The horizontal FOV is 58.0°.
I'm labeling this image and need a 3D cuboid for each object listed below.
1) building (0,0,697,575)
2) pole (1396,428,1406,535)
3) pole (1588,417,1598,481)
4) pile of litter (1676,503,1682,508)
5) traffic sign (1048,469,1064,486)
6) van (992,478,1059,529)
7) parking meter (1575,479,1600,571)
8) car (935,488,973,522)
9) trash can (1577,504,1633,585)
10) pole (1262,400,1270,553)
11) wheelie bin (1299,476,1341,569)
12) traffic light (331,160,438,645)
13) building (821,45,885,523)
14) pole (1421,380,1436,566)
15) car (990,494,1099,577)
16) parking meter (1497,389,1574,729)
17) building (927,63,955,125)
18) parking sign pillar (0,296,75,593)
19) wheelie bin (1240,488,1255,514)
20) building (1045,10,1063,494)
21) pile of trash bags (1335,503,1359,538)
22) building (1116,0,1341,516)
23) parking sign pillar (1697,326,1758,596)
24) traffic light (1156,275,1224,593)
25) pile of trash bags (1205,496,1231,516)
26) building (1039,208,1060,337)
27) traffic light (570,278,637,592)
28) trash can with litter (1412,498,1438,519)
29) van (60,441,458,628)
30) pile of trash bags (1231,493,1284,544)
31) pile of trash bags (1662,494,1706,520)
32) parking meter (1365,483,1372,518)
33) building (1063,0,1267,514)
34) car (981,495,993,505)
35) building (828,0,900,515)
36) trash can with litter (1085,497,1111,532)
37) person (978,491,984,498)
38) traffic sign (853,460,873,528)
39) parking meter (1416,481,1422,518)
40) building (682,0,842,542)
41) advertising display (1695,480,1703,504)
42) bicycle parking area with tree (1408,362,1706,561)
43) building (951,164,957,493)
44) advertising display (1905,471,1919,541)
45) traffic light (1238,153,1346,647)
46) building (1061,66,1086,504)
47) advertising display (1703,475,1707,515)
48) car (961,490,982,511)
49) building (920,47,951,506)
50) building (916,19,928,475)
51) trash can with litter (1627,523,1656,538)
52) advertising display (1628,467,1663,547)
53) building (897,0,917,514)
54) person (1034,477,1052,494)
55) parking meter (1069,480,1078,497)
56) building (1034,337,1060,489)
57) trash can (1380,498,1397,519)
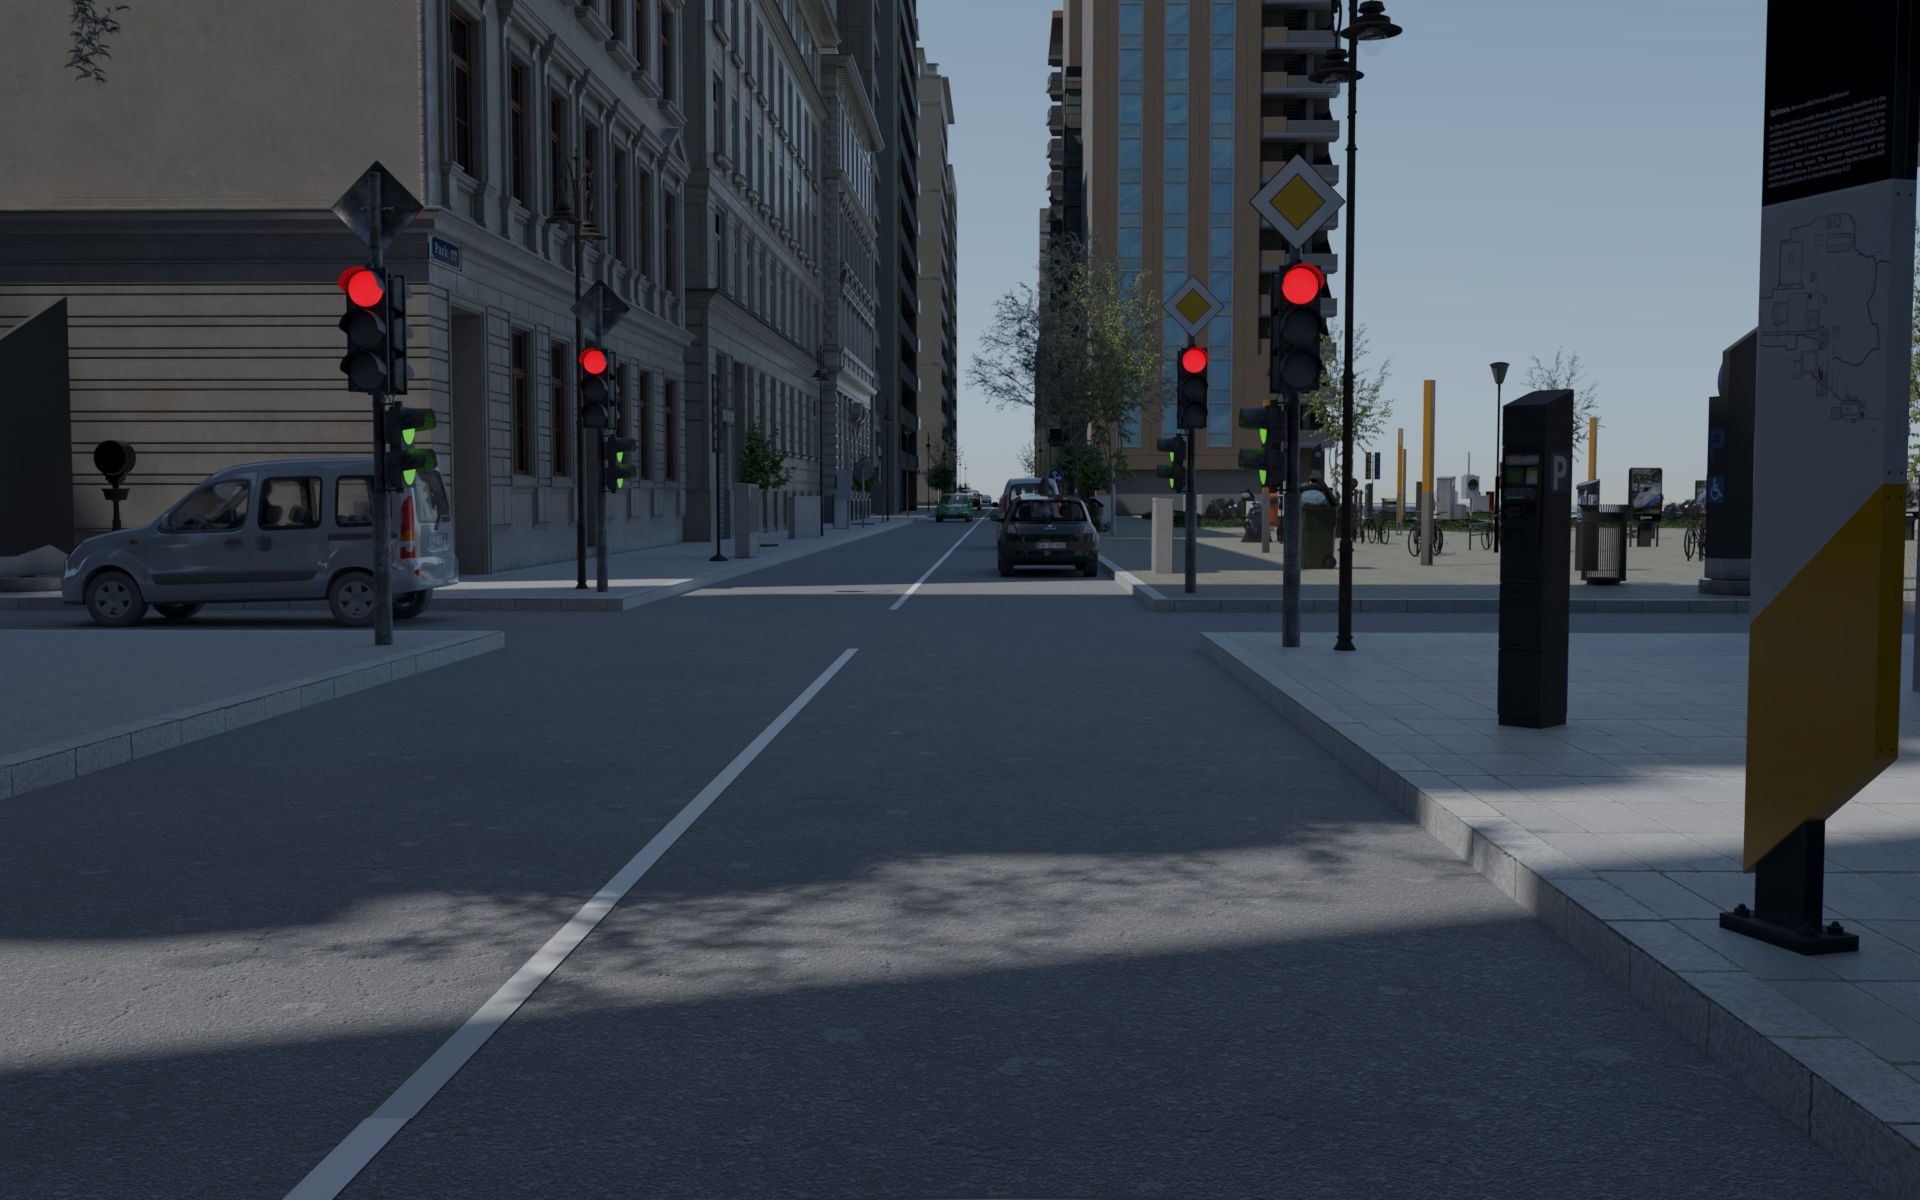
[{"bbox_3d":[-12.343,-12.115,34.245,11.583,22.565,21.152,0,4,2],"label":"building"},{"bbox_3d":[13.644,-3.661,53.704,0.158,3.312,0.155,0,3,0],"label":"pole"},{"bbox_3d":[16.790,-3.190,46.001,0.158,3.312,0.155,0,3,0],"label":"pole"},{"bbox_3d":[36.949,-4.582,88.881,1.719,0.858,1.176,3,5,42],"label":"pile of litter"},{"bbox_3d":[4.867,-5.364,87.807,0.768,2.556,0.104,0,4,4],"label":"traffic sign"},{"bbox_3d":[1.847,-2.377,45.881,2.013,2.044,4.112,0,4,1],"label":"van"},{"bbox_3d":[10.495,-1.257,28.971,0.372,1.533,0.369,0,3,0],"label":"parking meter"},{"bbox_3d":[-0.292,-4.895,88.832,1.959,1.807,4.718,0,4,3],"label":"car"},{"bbox_3d":[9.107,-0.785,24.483,0.748,1.137,0.748,0,3,0],"label":"trash can"},{"bbox_3d":[6.675,-2.684,37.718,0.158,3.312,0.155,0,3,0],"label":"pole"},{"bbox_3d":[6.093,-1.332,29.679,0.693,1.594,0.980,0,4,-4],"label":"wheelie bin"},{"bbox_3d":[-4.893,-1.573,14.641,0.839,4.253,0.868,0,4,2],"label":"traffic light"},{"bbox_3d":[-9.885,-15.645,84.681,11.050,23.489,19.941,0,4,2],"label":"building"},{"bbox_3d":[8.381,-2.272,30.998,0.158,3.312,0.155,0,3,0],"label":"pole"},{"bbox_3d":[1.549,-1.323,31.416,2.009,1.686,4.222,0,4,0],"label":"car"},{"bbox_3d":[3.181,-0.237,9.582,0.399,1.863,0.255,-3,5,-45],"label":"parking meter"},{"bbox_3d":[-15.325,-38.415,217.317,28.713,52.752,27.495,0,4,2],"label":"building"},{"bbox_3d":[-12.593,-2.121,23.147,1.447,3.967,1.447,2,4,27],"label":"parking sign pillar"},{"bbox_3d":[14.267,-4.774,85.967,0.693,1.594,0.980,0,4,0],"label":"wheelie bin"},{"bbox_3d":[18.948,-30.736,157.163,22.147,44.769,28.867,0,4,2],"label":"building"},{"bbox_3d":[10.620,-2.486,50.398,1.912,1.369,3.447,1,4,12],"label":"pile of trash bags"},{"bbox_3d":[14.620,-27.843,105.352,14.600,45.320,14.200,0,4,2],"label":"building"},{"bbox_3d":[10.321,-2.067,22.271,1.447,3.967,1.447,-1,4,-10],"label":"parking sign pillar"},{"bbox_3d":[2.981,-2.050,22.433,0.839,4.253,0.868,0,4,2],"label":"traffic light"},{"bbox_3d":[14.367,-4.973,91.065,1.912,1.369,3.447,3,5,39],"label":"pile of trash bags"},{"bbox_3d":[18.311,-34.586,249.077,14.154,41.232,14.086,0,4,2],"label":"building"},{"bbox_3d":[-4.678,-2.061,22.623,0.839,4.253,0.868,0,4,2],"label":"traffic light"},{"bbox_3d":[18.967,-3.638,70.872,1.055,1.170,0.624,-1,4,-17],"label":"trash can with litter"},{"bbox_3d":[-7.797,-0.753,19.326,4.112,2.044,2.013,0,4,1],"label":"van"},{"bbox_3d":[8.336,-2.205,45.812,1.912,1.369,3.447,1,4,13],"label":"pile of trash bags"},{"bbox_3d":[31.698,-4.066,76.227,3.447,1.369,1.912,-2,4,-26],"label":"pile of trash bags"},{"bbox_3d":[21.648,-5.267,91.823,0.255,1.863,0.399,-1,4,-15],"label":"parking meter"},{"bbox_3d":[15.090,-29.632,134.602,14.600,45.320,14.200,0,4,2],"label":"building"},{"bbox_3d":[3.355,-13.484,232.818,2.083,1.381,4.827,0,4,2],"label":"car"},{"bbox_3d":[-11.138,-25.749,104.585,14.154,41.232,14.086,0,4,2],"label":"building"},{"bbox_3d":[4.715,-2.894,58.699,1.055,1.170,0.624,-3,4,-39],"label":"trash can with litter"},{"bbox_3d":[2.341,-12.932,219.956,1.348,1.821,0.705,1,4,12],"label":"person"},{"bbox_3d":[-3.658,-3.989,65.329,0.768,2.556,0.104,0,4,3],"label":"traffic sign"},{"bbox_3d":[21.055,-4.505,79.374,0.255,1.863,0.399,2,4,28],"label":"parking meter"},{"bbox_3d":[-13.509,-13.856,59.832,16.112,22.955,30.059,0,4,2],"label":"building"},{"bbox_3d":[34.163,-4.566,79.869,0.974,1.923,0.123,-3,5,-41],"label":"advertising display"},{"bbox_3d":[14.068,-3.030,36.539,8.231,4.147,9.016,3,5,44],"label":"bicycle parking area with tree"},{"bbox_3d":[-11.357,-37.807,241.850,21.300,48.544,21.600,0,4,2],"label":"building"},{"bbox_3d":[26.224,-2.608,47.858,0.123,1.923,0.974,-1,4,-13],"label":"advertising display"},{"bbox_3d":[2.766,-1.561,14.451,0.839,4.253,0.868,0,4,2],"label":"traffic light"},{"bbox_3d":[14.053,-21.333,120.502,14.160,30.474,14.107,0,4,2],"label":"building"},{"bbox_3d":[23.651,-2.990,54.105,0.123,1.923,0.974,-1,4,-13],"label":"advertising display"},{"bbox_3d":[0.847,-8.801,152.563,2.281,1.827,5.304,0,4,2],"label":"car"},{"bbox_3d":[-12.348,-34.811,192.855,21.300,48.544,21.600,0,4,2],"label":"building"},{"bbox_3d":[-14.908,-32.349,148.509,23.786,49.044,30.456,0,4,2],"label":"building"},{"bbox_3d":[19.541,-2.353,49.865,0.624,1.170,1.055,-3,4,-39],"label":"trash can with litter"},{"bbox_3d":[16.606,-2.250,41.996,0.974,1.923,0.123,-1,4,-23],"label":"advertising display"},{"bbox_3d":[-14.246,-30.509,122.518,21.300,48.544,21.600,0,4,2],"label":"building"},{"bbox_3d":[1.977,-1.941,40.238,0.555,1.821,0.388,0,4,-1],"label":"person"},{"bbox_3d":[4.750,-4.086,72.510,0.255,1.863,0.399,2,4,30],"label":"parking meter"},{"bbox_3d":[22.787,-21.963,204.142,27.650,21.520,28.899,0,4,2],"label":"building"},{"bbox_3d":[15.640,-3.137,62.945,0.748,1.137,0.748,0,3,0],"label":"trash can"}]
